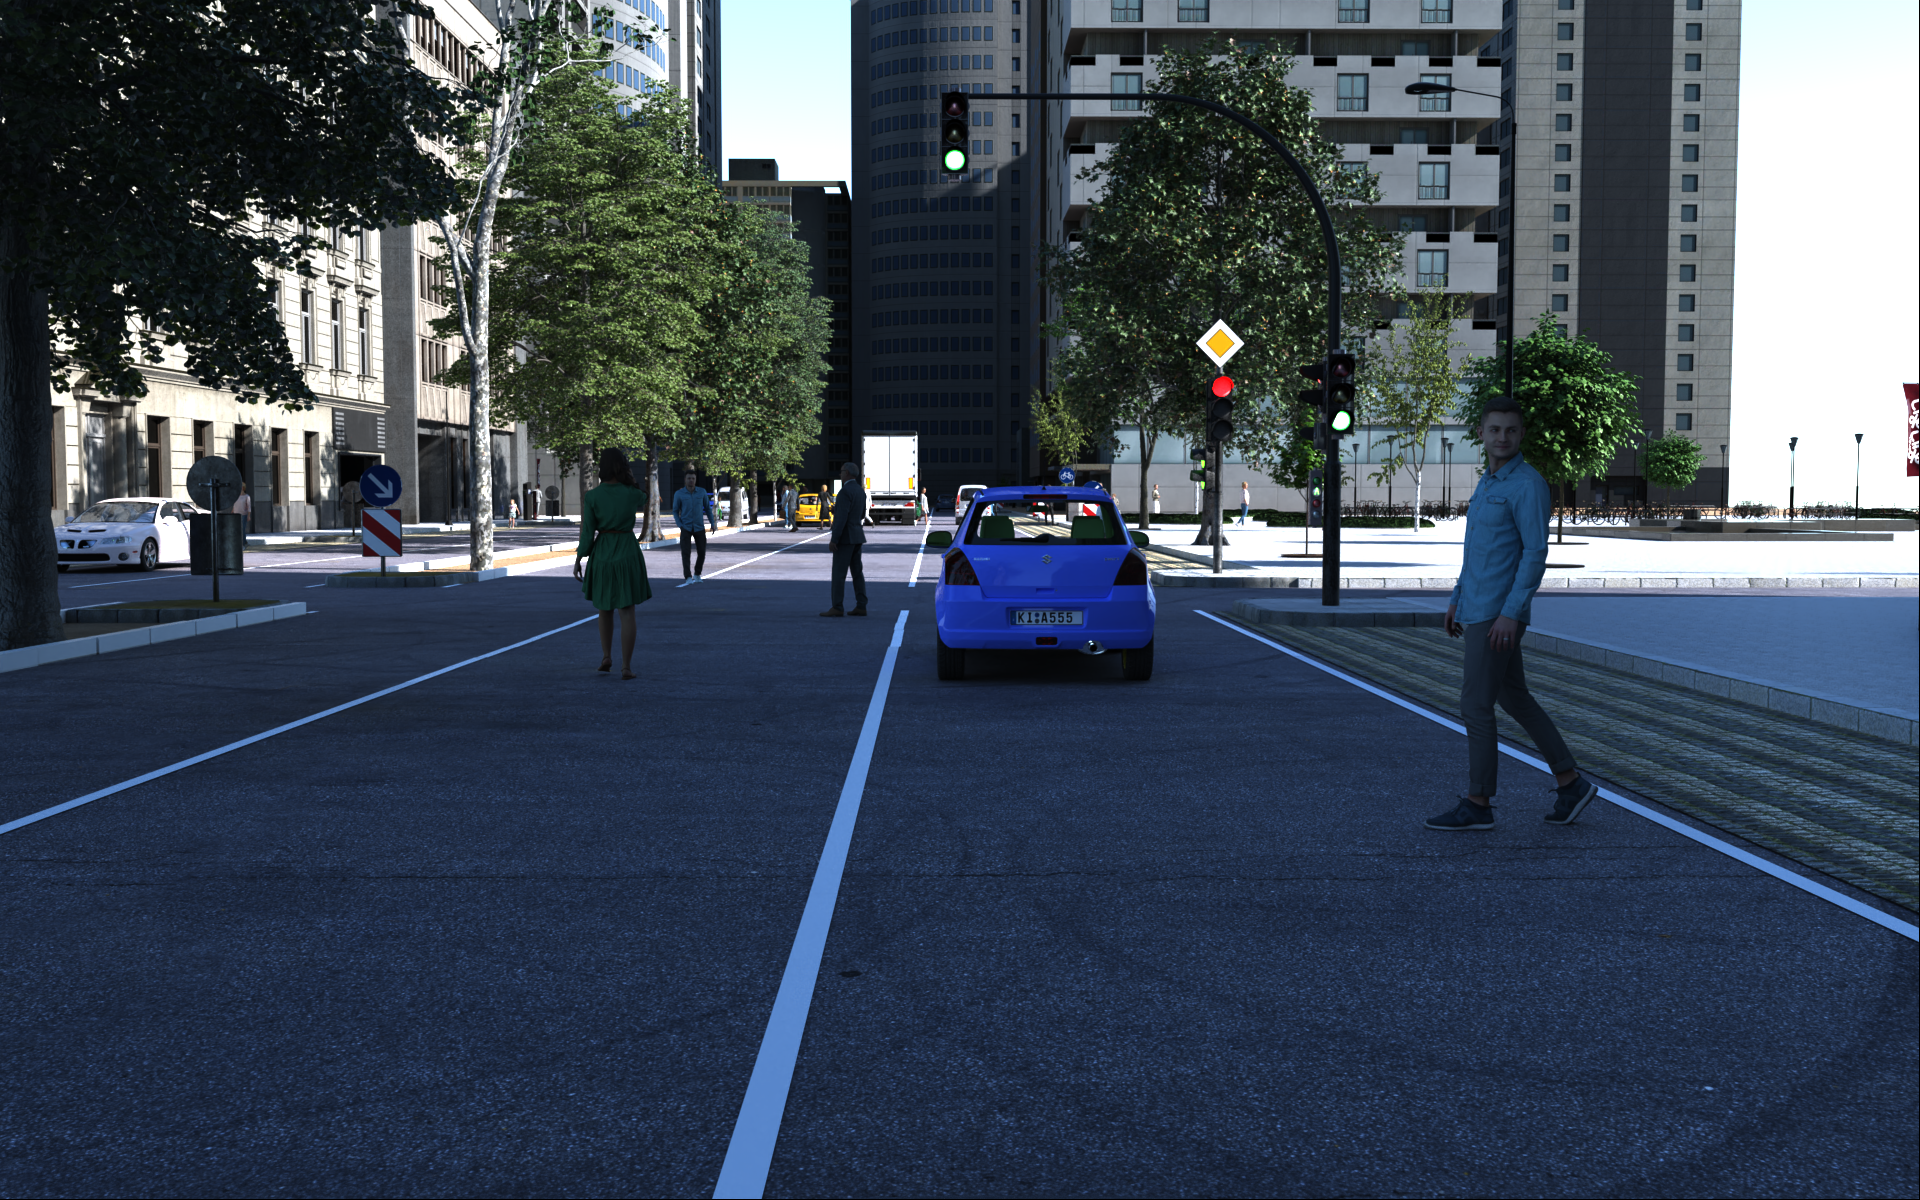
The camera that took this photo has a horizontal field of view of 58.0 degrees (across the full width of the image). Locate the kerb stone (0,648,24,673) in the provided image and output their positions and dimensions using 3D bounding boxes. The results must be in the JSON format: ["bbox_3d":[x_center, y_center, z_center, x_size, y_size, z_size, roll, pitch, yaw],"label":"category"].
[{"bbox_3d":[-7.748,0.504,13.955,0.120,0.150,1.000,0,4,-1],"label":"kerb stone"}]

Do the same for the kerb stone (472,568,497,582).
[{"bbox_3d":[-7.952,-0.407,28.868,0.120,0.150,1.000,0,4,-1],"label":"kerb stone"}]

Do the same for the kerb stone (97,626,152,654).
[{"bbox_3d":[-7.778,0.378,16.010,0.120,0.150,1.000,0,4,-1],"label":"kerb stone"}]

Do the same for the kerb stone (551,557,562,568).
[{"bbox_3d":[-8.024,-0.720,33.994,0.120,0.150,1.000,0,4,-1],"label":"kerb stone"}]

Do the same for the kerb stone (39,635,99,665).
[{"bbox_3d":[-7.771,0.442,14.977,0.120,0.150,1.000,0,4,-1],"label":"kerb stone"}]

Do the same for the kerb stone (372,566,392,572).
[{"bbox_3d":[-10.062,-0.470,29.876,0.120,0.150,1.000,0,4,-1],"label":"kerb stone"}]

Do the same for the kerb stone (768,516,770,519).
[{"bbox_3d":[-10.960,-4.603,97.504,0.120,0.150,1.000,0,4,-1],"label":"kerb stone"}]

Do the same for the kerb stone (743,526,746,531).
[{"bbox_3d":[-8.455,-2.716,66.788,0.120,0.150,1.000,0,4,-1],"label":"kerb stone"}]

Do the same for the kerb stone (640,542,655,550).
[{"bbox_3d":[-8.167,-1.410,45.258,0.120,0.150,1.000,0,4,-1],"label":"kerb stone"}]

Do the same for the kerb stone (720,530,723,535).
[{"bbox_3d":[-8.358,-2.287,59.595,0.120,0.150,1.000,0,4,-1],"label":"kerb stone"}]

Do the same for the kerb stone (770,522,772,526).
[{"bbox_3d":[-8.590,-3.354,77.035,0.120,0.150,1.000,0,4,-1],"label":"kerb stone"}]

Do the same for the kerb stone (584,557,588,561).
[{"bbox_3d":[-8.061,-0.909,37.068,0.120,0.150,1.000,0,4,-1],"label":"kerb stone"}]

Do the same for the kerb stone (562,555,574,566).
[{"bbox_3d":[-8.032,-0.784,35.020,0.120,0.150,1.000,0,4,-1],"label":"kerb stone"}]

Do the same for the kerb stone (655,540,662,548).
[{"bbox_3d":[-8.179,-1.470,46.280,0.120,0.150,1.000,0,4,-1],"label":"kerb stone"}]

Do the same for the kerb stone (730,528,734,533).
[{"bbox_3d":[-8.400,-2.469,62.670,0.120,0.150,1.000,0,4,-1],"label":"kerb stone"}]

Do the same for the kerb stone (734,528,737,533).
[{"bbox_3d":[-8.412,-2.538,63.693,0.120,0.150,1.000,0,4,-1],"label":"kerb stone"}]

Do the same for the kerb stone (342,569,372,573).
[{"bbox_3d":[-10.052,-0.406,28.841,0.120,0.150,1.000,0,4,-1],"label":"kerb stone"}]

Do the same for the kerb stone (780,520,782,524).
[{"bbox_3d":[-8.659,-3.668,82.166,0.120,0.150,1.000,0,4,-1],"label":"kerb stone"}]

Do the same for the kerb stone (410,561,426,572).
[{"bbox_3d":[-10.090,-0.595,31.920,0.120,0.150,1.000,0,4,-1],"label":"kerb stone"}]

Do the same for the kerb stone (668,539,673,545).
[{"bbox_3d":[-8.205,-1.598,48.327,0.120,0.150,1.000,0,4,-1],"label":"kerb stone"}]

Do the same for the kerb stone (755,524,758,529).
[{"bbox_3d":[-8.502,-2.977,70.881,0.120,0.150,1.000,0,4,-1],"label":"kerb stone"}]

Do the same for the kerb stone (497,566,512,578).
[{"bbox_3d":[-7.966,-0.468,29.890,0.120,0.150,1.000,0,4,-1],"label":"kerb stone"}]

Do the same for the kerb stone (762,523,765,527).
[{"bbox_3d":[-8.545,-3.163,73.955,0.120,0.150,1.000,0,4,-1],"label":"kerb stone"}]

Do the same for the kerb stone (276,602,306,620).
[{"bbox_3d":[-7.838,0.132,20.119,0.120,0.150,1.000,0,4,-1],"label":"kerb stone"}]

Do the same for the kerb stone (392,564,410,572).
[{"bbox_3d":[-10.074,-0.532,30.898,0.120,0.150,1.000,0,4,-1],"label":"kerb stone"}]

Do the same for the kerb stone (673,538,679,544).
[{"bbox_3d":[-8.217,-1.661,49.349,0.120,0.150,1.000,0,4,-1],"label":"kerb stone"}]

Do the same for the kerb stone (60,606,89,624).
[{"bbox_3d":[-9.923,0.191,19.066,0.120,0.150,1.000,0,4,-1],"label":"kerb stone"}]

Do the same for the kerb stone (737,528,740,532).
[{"bbox_3d":[-8.425,-2.601,64.724,0.120,0.150,1.000,0,4,-1],"label":"kerb stone"}]

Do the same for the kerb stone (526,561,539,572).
[{"bbox_3d":[-7.989,-0.593,31.942,0.120,0.150,1.000,0,4,-1],"label":"kerb stone"}]

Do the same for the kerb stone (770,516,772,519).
[{"bbox_3d":[-10.974,-4.668,98.534,0.120,0.150,1.000,0,4,-1],"label":"kerb stone"}]

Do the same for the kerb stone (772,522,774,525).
[{"bbox_3d":[-8.601,-3.412,78.063,0.120,0.150,1.000,0,4,-1],"label":"kerb stone"}]

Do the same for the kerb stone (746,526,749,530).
[{"bbox_3d":[-8.469,-2.784,67.815,0.120,0.150,1.000,0,4,-1],"label":"kerb stone"}]

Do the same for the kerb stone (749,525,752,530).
[{"bbox_3d":[-8.474,-2.850,68.837,0.120,0.150,1.000,0,4,-1],"label":"kerb stone"}]

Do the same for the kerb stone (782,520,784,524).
[{"bbox_3d":[-8.663,-3.730,83.188,0.120,0.150,1.000,0,4,-1],"label":"kerb stone"}]

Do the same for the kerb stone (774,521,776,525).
[{"bbox_3d":[-8.615,-3.476,79.085,0.120,0.150,1.000,0,4,-1],"label":"kerb stone"}]

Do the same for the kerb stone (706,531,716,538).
[{"bbox_3d":[-8.328,-2.162,57.545,0.120,0.150,1.000,0,4,-1],"label":"kerb stone"}]

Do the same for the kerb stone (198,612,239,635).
[{"bbox_3d":[-7.809,0.260,18.058,0.120,0.150,1.000,0,4,-1],"label":"kerb stone"}]

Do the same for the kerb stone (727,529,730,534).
[{"bbox_3d":[-8.381,-2.413,61.647,0.120,0.150,1.000,0,4,-1],"label":"kerb stone"}]

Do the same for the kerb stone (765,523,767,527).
[{"bbox_3d":[-8.562,-3.228,74.980,0.120,0.150,1.000,0,4,-1],"label":"kerb stone"}]

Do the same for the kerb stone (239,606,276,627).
[{"bbox_3d":[-7.821,0.190,19.089,0.120,0.150,1.000,0,4,-1],"label":"kerb stone"}]

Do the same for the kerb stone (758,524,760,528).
[{"bbox_3d":[-8.524,-3.041,71.908,0.120,0.150,1.000,0,4,-1],"label":"kerb stone"}]

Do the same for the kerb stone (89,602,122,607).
[{"bbox_3d":[-9.940,0.128,20.098,0.120,0.150,1.000,0,4,-1],"label":"kerb stone"}]

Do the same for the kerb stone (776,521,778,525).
[{"bbox_3d":[-8.636,-3.541,80.111,0.120,0.150,1.000,0,4,-1],"label":"kerb stone"}]

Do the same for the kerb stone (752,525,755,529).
[{"bbox_3d":[-8.492,-2.912,69.859,0.120,0.150,1.000,0,4,-1],"label":"kerb stone"}]

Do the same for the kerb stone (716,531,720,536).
[{"bbox_3d":[-8.336,-2.225,58.573,0.120,0.150,1.000,0,4,-1],"label":"kerb stone"}]

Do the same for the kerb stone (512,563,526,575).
[{"bbox_3d":[-7.979,-0.533,30.917,0.120,0.150,1.000,0,4,-1],"label":"kerb stone"}]

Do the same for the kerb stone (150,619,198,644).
[{"bbox_3d":[-7.794,0.316,17.035,0.120,0.150,1.000,0,4,-1],"label":"kerb stone"}]

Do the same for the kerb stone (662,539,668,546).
[{"bbox_3d":[-8.196,-1.535,47.302,0.120,0.150,1.000,0,4,-1],"label":"kerb stone"}]

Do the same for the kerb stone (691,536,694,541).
[{"bbox_3d":[-8.289,-1.973,54.473,0.120,0.150,1.000,0,4,-1],"label":"kerb stone"}]

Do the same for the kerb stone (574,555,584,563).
[{"bbox_3d":[-8.049,-0.841,36.046,0.120,0.150,1.000,0,4,-1],"label":"kerb stone"}]

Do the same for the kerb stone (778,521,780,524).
[{"bbox_3d":[-8.643,-3.603,81.142,0.120,0.150,1.000,0,4,-1],"label":"kerb stone"}]

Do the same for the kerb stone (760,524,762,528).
[{"bbox_3d":[-8.535,-3.096,72.933,0.120,0.150,1.000,0,4,-1],"label":"kerb stone"}]

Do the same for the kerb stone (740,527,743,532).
[{"bbox_3d":[-8.434,-2.659,65.751,0.120,0.150,1.000,0,4,-1],"label":"kerb stone"}]

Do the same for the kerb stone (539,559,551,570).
[{"bbox_3d":[-8.009,-0.656,32.968,0.120,0.150,1.000,0,4,-1],"label":"kerb stone"}]

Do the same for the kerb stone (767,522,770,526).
[{"bbox_3d":[-8.574,-3.289,76.004,0.120,0.150,1.000,0,4,-1],"label":"kerb stone"}]

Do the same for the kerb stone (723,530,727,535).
[{"bbox_3d":[-8.369,-2.347,60.625,0.120,0.150,1.000,0,4,-1],"label":"kerb stone"}]
